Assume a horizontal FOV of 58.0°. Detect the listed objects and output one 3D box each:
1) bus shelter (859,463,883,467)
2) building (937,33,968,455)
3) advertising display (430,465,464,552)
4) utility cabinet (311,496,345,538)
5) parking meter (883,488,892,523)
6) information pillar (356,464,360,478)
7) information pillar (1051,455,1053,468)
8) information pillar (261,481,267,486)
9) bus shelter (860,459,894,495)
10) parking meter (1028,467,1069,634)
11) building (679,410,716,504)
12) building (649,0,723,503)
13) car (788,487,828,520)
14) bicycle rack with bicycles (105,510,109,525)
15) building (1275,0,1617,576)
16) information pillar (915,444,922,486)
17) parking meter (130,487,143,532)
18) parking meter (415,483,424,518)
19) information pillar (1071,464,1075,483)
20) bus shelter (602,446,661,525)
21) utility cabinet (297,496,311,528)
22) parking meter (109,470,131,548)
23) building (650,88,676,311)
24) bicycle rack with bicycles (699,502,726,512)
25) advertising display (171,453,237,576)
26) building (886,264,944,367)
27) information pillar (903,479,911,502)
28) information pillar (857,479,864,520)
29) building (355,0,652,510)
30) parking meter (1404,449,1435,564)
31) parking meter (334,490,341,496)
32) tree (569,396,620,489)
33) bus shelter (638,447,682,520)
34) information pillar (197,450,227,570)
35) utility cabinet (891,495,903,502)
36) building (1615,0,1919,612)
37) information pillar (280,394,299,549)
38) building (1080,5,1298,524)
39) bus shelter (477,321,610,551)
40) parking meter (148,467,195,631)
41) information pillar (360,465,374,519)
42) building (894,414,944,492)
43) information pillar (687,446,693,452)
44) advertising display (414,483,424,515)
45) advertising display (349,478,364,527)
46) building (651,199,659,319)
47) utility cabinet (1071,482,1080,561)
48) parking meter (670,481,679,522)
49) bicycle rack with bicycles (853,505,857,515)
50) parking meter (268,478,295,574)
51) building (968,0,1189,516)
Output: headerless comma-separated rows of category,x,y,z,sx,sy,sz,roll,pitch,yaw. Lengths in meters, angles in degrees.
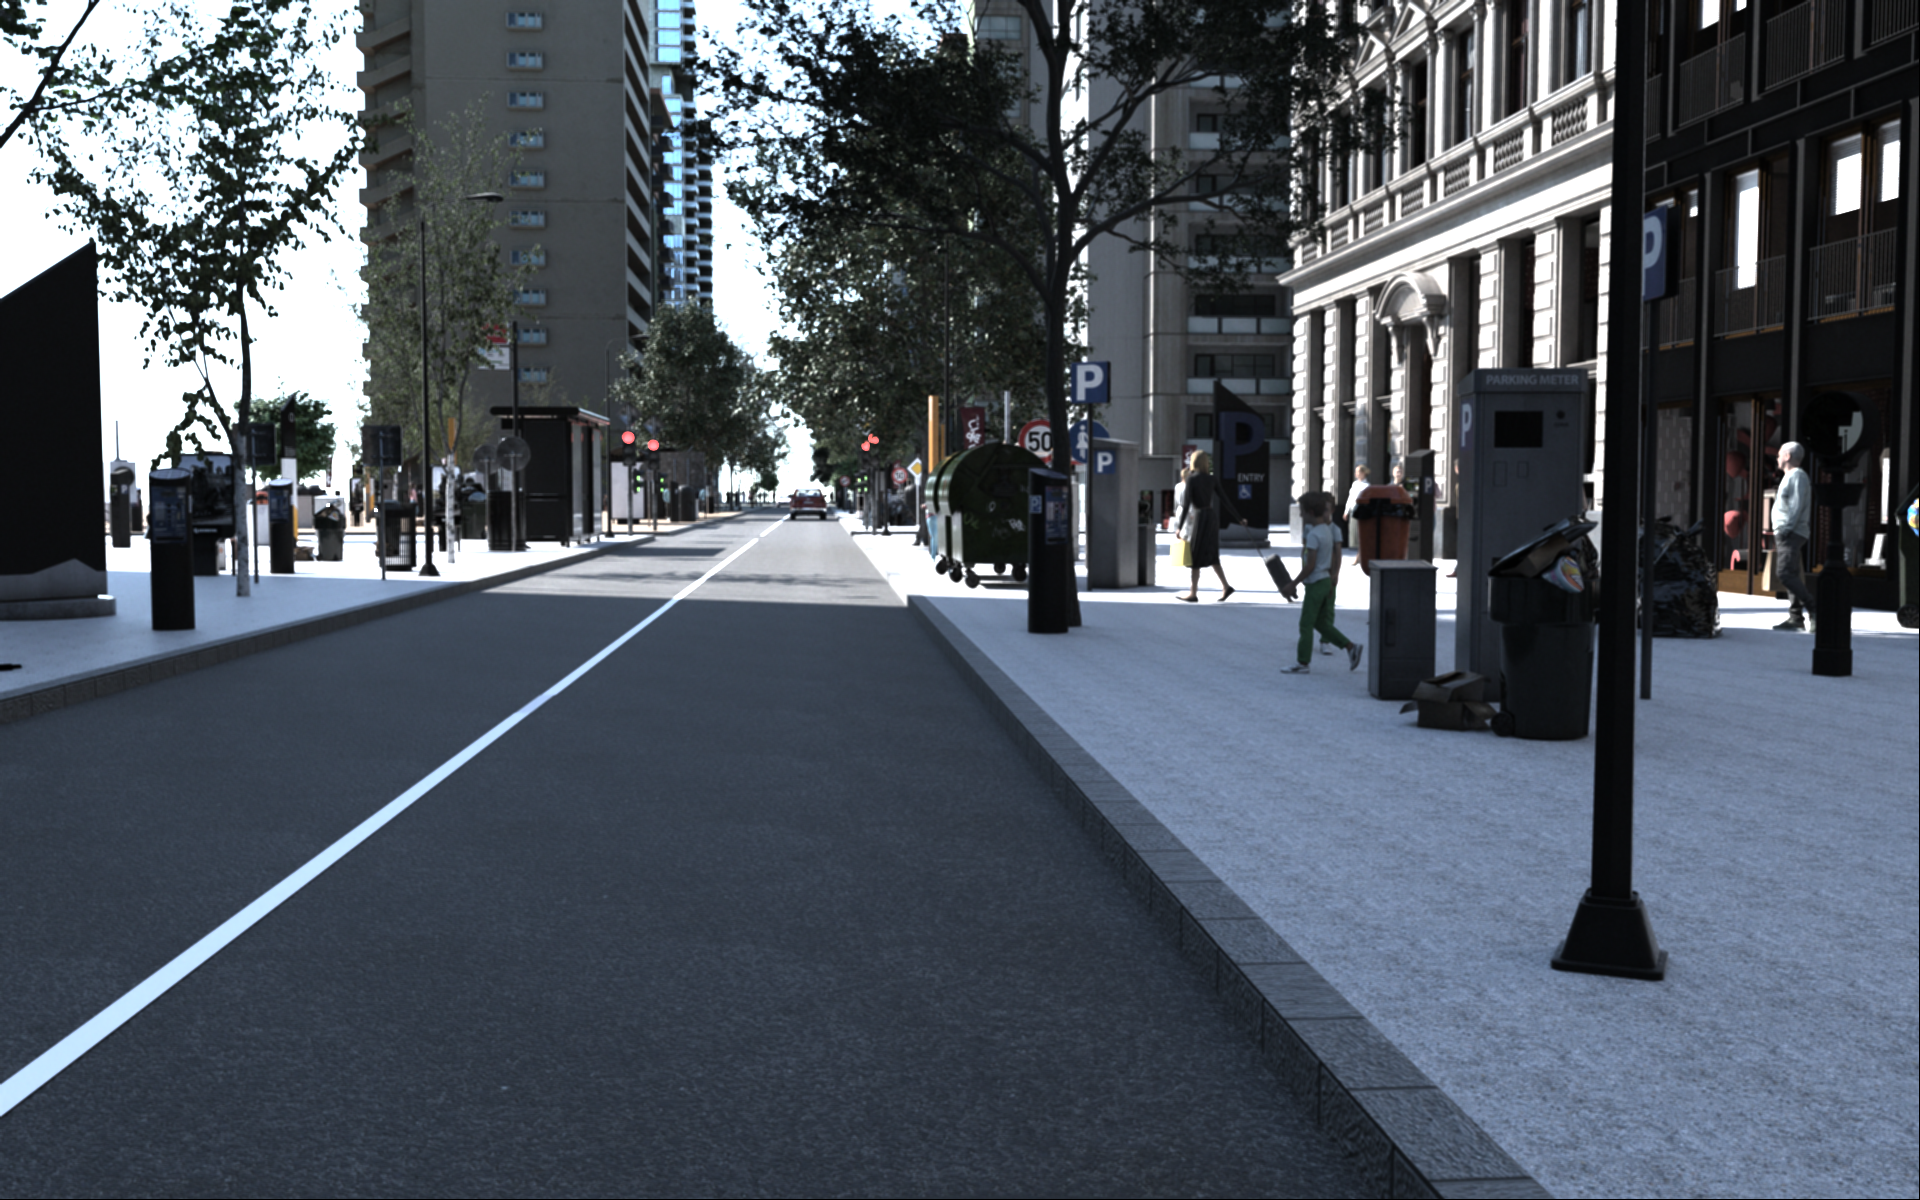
bus shelter,-5.748,-8.540,117.267,2.179,5.291,8.768,0,4,-5
building,8.508,-31.237,165.356,22.147,44.769,28.867,0,4,-5
advertising display,-11.412,-2.030,38.397,0.123,1.923,0.974,2,4,25
utility cabinet,-18.638,-2.449,51.196,1.020,1.237,0.306,2,4,31
parking meter,-3.240,-4.217,77.357,0.372,1.533,0.369,0,3,0
information pillar,-40.790,-7.731,117.750,0.504,3.616,0.183,-1,4,-18
information pillar,1.625,-1.429,27.849,0.304,2.012,0.304,0,3,0
information pillar,-44.462,-7.292,110.582,0.183,3.616,0.504,1,4,18
bus shelter,-4.659,-6.419,98.877,2.014,3.302,5.546,0,4,-5
parking meter,0.817,-0.466,16.036,0.372,1.533,0.369,0,3,0
building,-48.866,-24.225,241.112,27.650,21.520,28.899,0,4,-5
building,-48.260,-58.523,269.517,22.319,86.520,31.000,0,4,-5
car,-8.663,-5.500,98.606,2.281,1.827,5.304,0,4,-6
bicycle rack with bicycles,-36.074,-3.491,70.462,2.925,0.926,2.852,-2,4,-29
building,14.019,-12.617,35.162,11.050,23.489,19.941,0,4,-5
information pillar,-1.887,-5.504,81.338,0.504,3.616,0.183,-1,4,-11
parking meter,-28.022,-3.089,58.921,0.372,1.533,0.369,0,3,0
parking meter,-29.449,-5.420,94.323,0.399,1.863,0.255,-1,4,-23
information pillar,4.897,-5.166,75.817,0.183,3.616,0.504,2,4,34
bus shelter,-14.219,-4.972,75.215,2.014,3.302,5.546,0,4,-5
utility cabinet,-24.789,-3.281,64.804,1.020,1.237,0.306,-3,4,-38
parking meter,-19.973,-2.170,41.192,0.255,1.863,0.399,1,4,18
building,-41.810,-32.326,183.160,22.147,44.769,28.867,0,4,-5
bicycle rack with bicycles,-17.770,-6.515,119.906,2.925,0.926,2.852,0,4,-1
advertising display,-11.835,-1.341,27.143,0.974,1.923,0.123,0,4,-2
building,-1.459,-45.202,281.053,21.231,58.520,28.212,0,4,-5
information pillar,-2.613,-4.963,85.632,0.304,2.012,0.304,3,4,37
information pillar,-4.884,-4.924,85.007,0.304,2.012,0.304,-1,4,-17
building,-37.408,-31.812,143.824,21.300,48.544,21.600,0,4,-5
parking meter,5.977,-1.032,22.577,0.255,1.863,0.399,3,5,45
parking meter,-38.353,-6.016,106.774,0.372,1.533,0.369,0,3,0
tree,-26.971,-10.818,127.233,4.737,8.622,4.395,0,3,0
bus shelter,-15.499,-6.020,89.706,1.731,3.624,6.357,0,4,-5
information pillar,-12.588,-1.508,29.153,0.304,2.012,0.304,1,4,10
utility cabinet,-3.254,-4.996,92.844,1.020,1.237,0.306,2,4,26
building,16.254,-11.484,17.434,12.332,23.373,15.834,0,4,-5
information pillar,-15.618,-2.996,40.338,0.183,3.616,0.504,1,4,13
building,11.940,-24.110,77.793,14.086,41.232,14.154,0,4,-5
bus shelter,-10.304,-3.993,42.915,2.179,5.291,8.768,0,4,-5
parking meter,-7.466,-0.489,16.400,0.372,1.533,0.369,0,3,0
information pillar,-30.538,-6.000,89.463,0.504,3.616,0.183,-3,4,-36
building,3.988,-24.985,253.539,27.650,21.520,28.899,0,4,-5
information pillar,-13.192,-5.696,84.488,0.183,3.616,0.504,2,4,34
advertising display,-32.168,-5.997,103.258,0.974,1.923,0.123,1,4,21
advertising display,-23.667,-3.835,67.923,0.123,1.923,0.974,1,4,8
building,-35.918,-23.895,162.378,14.160,30.474,14.107,0,4,-5
utility cabinet,2.062,-1.514,33.426,0.318,1.500,1.173,0,4,-4
parking meter,-12.916,-4.444,78.374,0.255,1.863,0.399,2,4,29
bicycle rack with bicycles,-4.709,-5.513,103.517,2.852,0.926,2.925,-2,4,-34
parking meter,-10.927,-1.191,27.883,0.372,1.533,0.369,0,3,0
building,7.378,-26.808,121.908,14.154,41.232,14.086,0,4,-5
